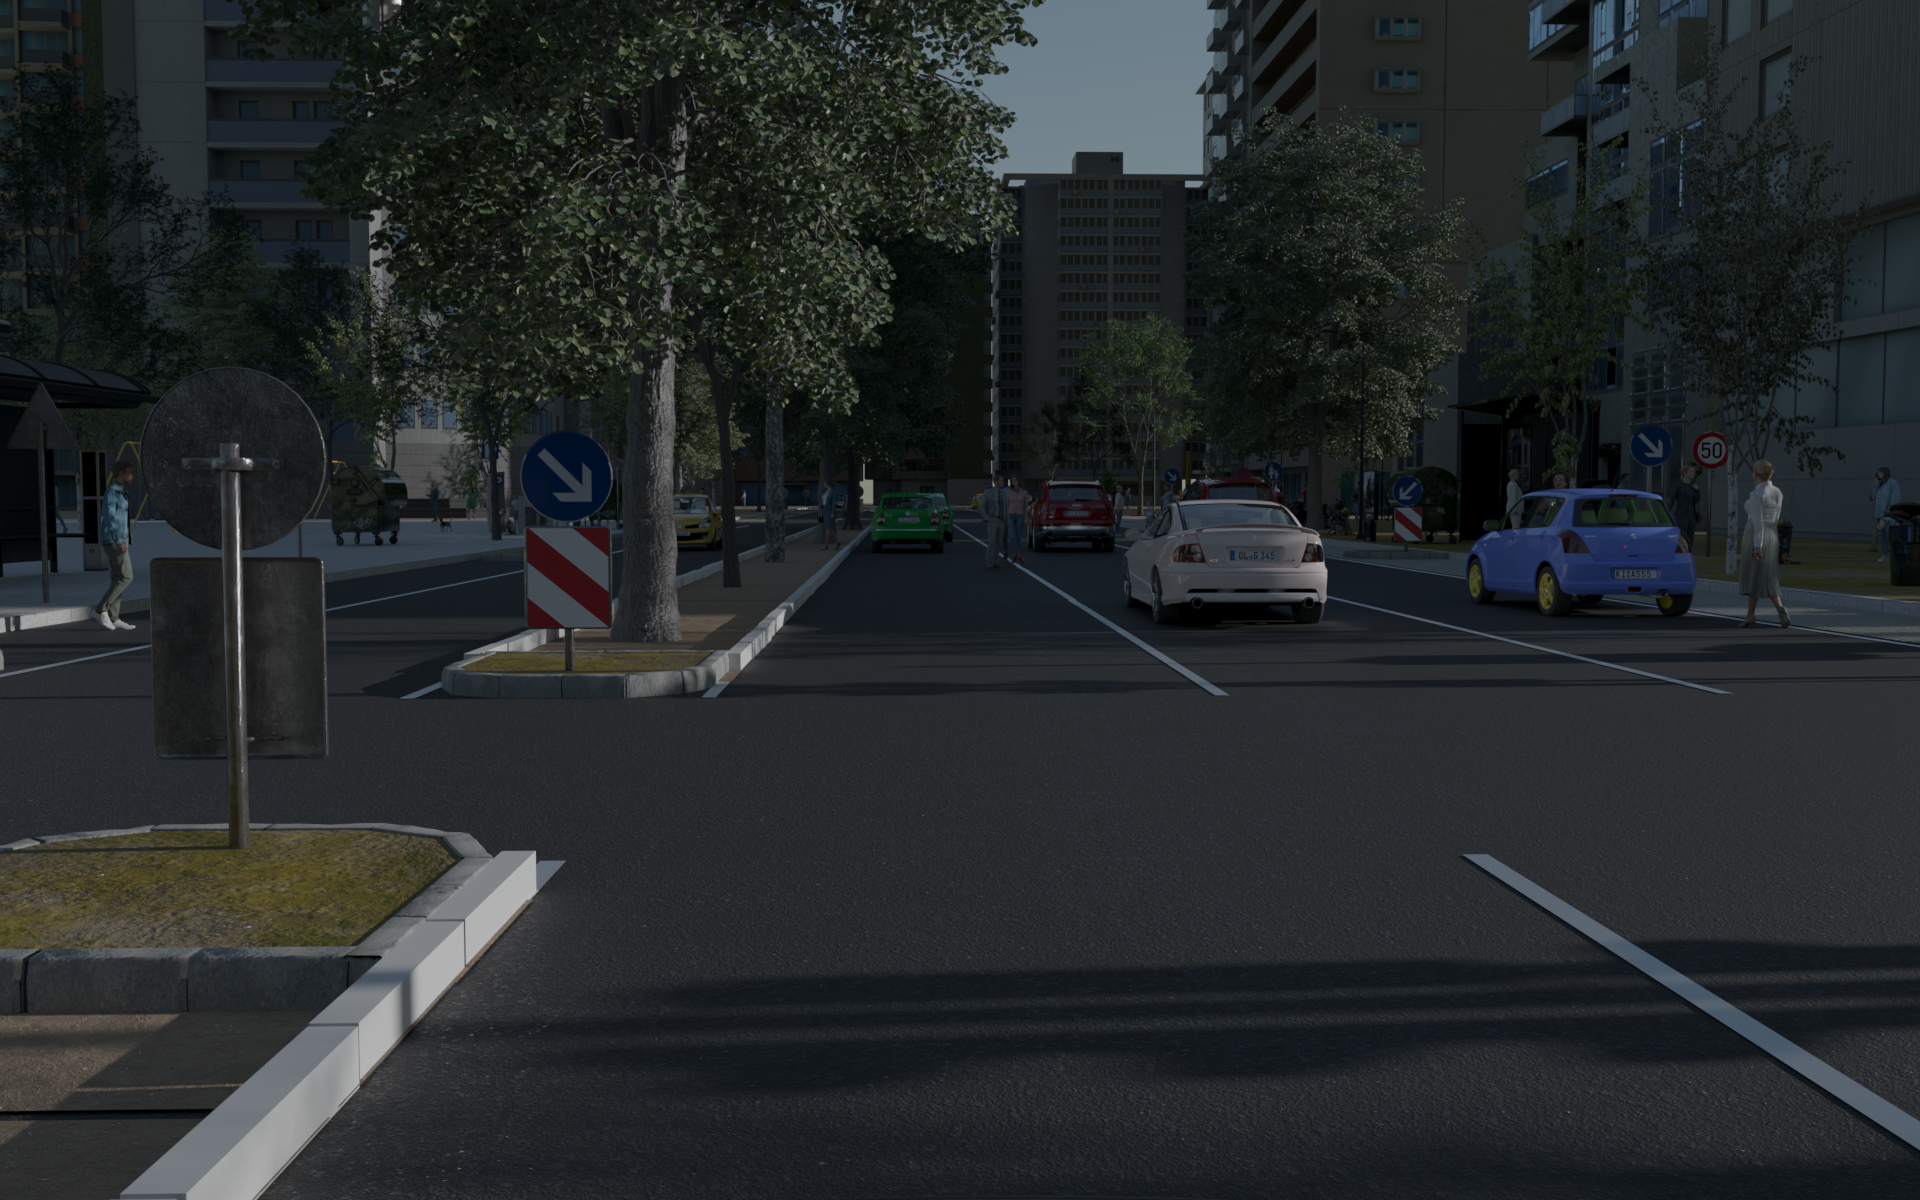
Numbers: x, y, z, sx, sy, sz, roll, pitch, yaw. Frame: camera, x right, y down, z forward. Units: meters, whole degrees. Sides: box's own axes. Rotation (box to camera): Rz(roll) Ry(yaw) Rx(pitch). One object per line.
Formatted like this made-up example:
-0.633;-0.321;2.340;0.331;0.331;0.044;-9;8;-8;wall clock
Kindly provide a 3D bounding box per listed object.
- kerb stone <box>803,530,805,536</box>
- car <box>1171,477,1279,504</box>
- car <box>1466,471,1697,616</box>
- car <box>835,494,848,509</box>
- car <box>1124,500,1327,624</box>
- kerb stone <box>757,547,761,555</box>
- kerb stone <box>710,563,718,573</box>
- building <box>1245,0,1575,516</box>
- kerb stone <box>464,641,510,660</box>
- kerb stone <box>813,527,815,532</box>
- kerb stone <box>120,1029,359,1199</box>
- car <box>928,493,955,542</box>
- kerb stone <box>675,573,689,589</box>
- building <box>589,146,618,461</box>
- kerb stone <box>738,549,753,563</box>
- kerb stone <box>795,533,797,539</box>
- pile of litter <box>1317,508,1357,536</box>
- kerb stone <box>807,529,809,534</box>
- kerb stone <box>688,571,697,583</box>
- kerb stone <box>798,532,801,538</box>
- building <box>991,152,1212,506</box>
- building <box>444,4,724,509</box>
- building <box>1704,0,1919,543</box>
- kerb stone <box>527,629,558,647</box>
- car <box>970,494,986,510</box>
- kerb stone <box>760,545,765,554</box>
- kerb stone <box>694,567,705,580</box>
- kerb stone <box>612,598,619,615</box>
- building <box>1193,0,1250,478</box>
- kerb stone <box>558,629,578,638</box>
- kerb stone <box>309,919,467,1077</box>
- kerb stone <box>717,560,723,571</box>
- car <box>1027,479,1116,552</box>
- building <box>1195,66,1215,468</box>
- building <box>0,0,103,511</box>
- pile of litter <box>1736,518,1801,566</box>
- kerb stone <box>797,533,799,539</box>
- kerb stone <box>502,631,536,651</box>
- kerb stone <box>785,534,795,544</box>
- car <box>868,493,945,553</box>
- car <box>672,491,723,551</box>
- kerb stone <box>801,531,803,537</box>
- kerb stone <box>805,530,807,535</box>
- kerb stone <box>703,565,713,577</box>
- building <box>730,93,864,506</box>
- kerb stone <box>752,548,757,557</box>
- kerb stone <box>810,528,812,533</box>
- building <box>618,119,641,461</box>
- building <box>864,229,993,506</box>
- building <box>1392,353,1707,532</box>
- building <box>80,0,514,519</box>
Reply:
-5.322;-2.158;57.480;0.120;0.150;1.000;0;4;-2;kerb stone
6.042;-1.891;39.586;2.281;1.827;5.304;0;3;0;car
7.631;-0.736;21.631;1.945;1.707;3.694;0;4;-3;car
-10.238;-8.430;149.621;2.131;1.459;4.920;0;4;-3;car
3.052;-0.500;20.538;2.083;1.381;4.827;0;4;-1;car
-4.771;-1.093;40.058;0.120;0.150;1.000;0;4;-2;kerb stone
-4.476;-0.528;30.824;0.120;0.150;1.000;0;4;-2;kerb stone
31.390;-29.894;112.474;21.300;48.544;21.600;0;4;-2;building
-3.948;0.478;14.435;0.120;0.150;1.000;0;4;-2;kerb stone
-5.515;-2.530;63.619;0.120;0.150;1.000;0;4;-2;kerb stone
-1.495;1.133;3.677;0.120;0.150;1.000;0;4;-2;kerb stone
-1.123;-2.742;53.623;1.959;1.807;4.718;0;4;-1;car
-4.341;-0.277;26.724;0.120;0.150;1.000;0;4;-2;kerb stone
-32.511;-28.887;122.420;14.600;45.320;14.200;0;4;-2;building
-4.700;-0.965;37.997;0.120;0.150;1.000;0;4;-2;kerb stone
-5.188;-1.907;53.378;0.120;0.150;1.000;0;4;-2;kerb stone
11.696;-2.439;53.838;1.176;0.858;1.719;0;4;-6;pile of litter
-5.380;-2.283;59.524;0.120;0.150;1.000;0;4;-2;kerb stone
-4.376;-0.333;27.751;0.120;0.150;1.000;0;4;-2;kerb stone
-5.255;-2.031;55.421;0.120;0.150;1.000;0;4;-2;kerb stone
15.841;-31.031;199.236;23.993;40.220;32.217;0;4;-2;building
-39.089;-39.669;190.594;28.212;58.520;21.231;0;4;-2;building
36.493;-27.566;39.946;27.495;52.752;28.713;0;4;-2;building
-4.015;0.350;16.478;0.120;0.150;1.000;0;4;-2;kerb stone
1.976;-9.239;161.278;2.015;1.641;3.980;0;4;-2;car
-4.795;-1.155;41.086;0.120;0.150;1.000;0;4;-2;kerb stone
-4.398;-0.403;28.781;0.120;0.150;1.000;0;4;-2;kerb stone
-4.143;0.103;20.582;0.120;0.150;1.000;0;4;-2;kerb stone
32.025;-31.748;138.693;23.786;49.044;30.456;0;4;-2;building
-4.039;0.291;17.500;0.120;0.150;1.000;0;4;-2;kerb stone
-1.534;1.070;4.701;0.120;0.150;1.000;0;4;-2;kerb stone
-4.510;-0.591;31.855;0.120;0.150;1.000;0;4;-2;kerb stone
2.812;-2.187;44.432;2.281;1.827;5.304;0;4;0;car
42.755;-37.210;197.617;27.495;52.752;28.713;0;4;-2;building
-62.247;-29.644;139.298;28.867;44.769;22.147;0;4;-2;building
14.850;-1.098;31.915;1.176;0.858;1.719;2;4;24;pile of litter
-5.218;-1.970;54.400;0.120;0.150;1.000;0;4;-2;kerb stone
-3.972;0.417;15.457;0.120;0.150;1.000;0;4;-2;kerb stone
-5.156;-1.845;52.353;0.120;0.150;1.000;0;4;-2;kerb stone
-1.341;-2.130;43.616;1.959;1.807;4.718;0;4;-2;car
-7.115;-2.128;45.021;2.015;1.641;3.980;0;4;-4;car
-5.288;-2.095;56.453;0.120;0.150;1.000;0;4;-2;kerb stone
-5.353;-2.221;58.502;0.120;0.150;1.000;0;4;-2;kerb stone
-4.418;-0.456;29.804;0.120;0.150;1.000;0;4;-2;kerb stone
-17.815;-32.973;189.223;14.200;45.320;14.600;0;4;-2;building
-4.733;-1.030;39.030;0.120;0.150;1.000;0;4;-2;kerb stone
-5.451;-2.408;61.574;0.120;0.150;1.000;0;4;-2;kerb stone
-36.913;-31.634;140.910;21.600;48.544;21.300;0;4;-2;building
-3.591;-25.617;190.532;14.107;30.474;14.160;0;4;-2;building
34.110;-46.465;72.376;22.319;86.520;31.000;0;4;-2;building
-34.890;-34.175;100.764;21.231;58.520;28.212;0;4;-2;building
